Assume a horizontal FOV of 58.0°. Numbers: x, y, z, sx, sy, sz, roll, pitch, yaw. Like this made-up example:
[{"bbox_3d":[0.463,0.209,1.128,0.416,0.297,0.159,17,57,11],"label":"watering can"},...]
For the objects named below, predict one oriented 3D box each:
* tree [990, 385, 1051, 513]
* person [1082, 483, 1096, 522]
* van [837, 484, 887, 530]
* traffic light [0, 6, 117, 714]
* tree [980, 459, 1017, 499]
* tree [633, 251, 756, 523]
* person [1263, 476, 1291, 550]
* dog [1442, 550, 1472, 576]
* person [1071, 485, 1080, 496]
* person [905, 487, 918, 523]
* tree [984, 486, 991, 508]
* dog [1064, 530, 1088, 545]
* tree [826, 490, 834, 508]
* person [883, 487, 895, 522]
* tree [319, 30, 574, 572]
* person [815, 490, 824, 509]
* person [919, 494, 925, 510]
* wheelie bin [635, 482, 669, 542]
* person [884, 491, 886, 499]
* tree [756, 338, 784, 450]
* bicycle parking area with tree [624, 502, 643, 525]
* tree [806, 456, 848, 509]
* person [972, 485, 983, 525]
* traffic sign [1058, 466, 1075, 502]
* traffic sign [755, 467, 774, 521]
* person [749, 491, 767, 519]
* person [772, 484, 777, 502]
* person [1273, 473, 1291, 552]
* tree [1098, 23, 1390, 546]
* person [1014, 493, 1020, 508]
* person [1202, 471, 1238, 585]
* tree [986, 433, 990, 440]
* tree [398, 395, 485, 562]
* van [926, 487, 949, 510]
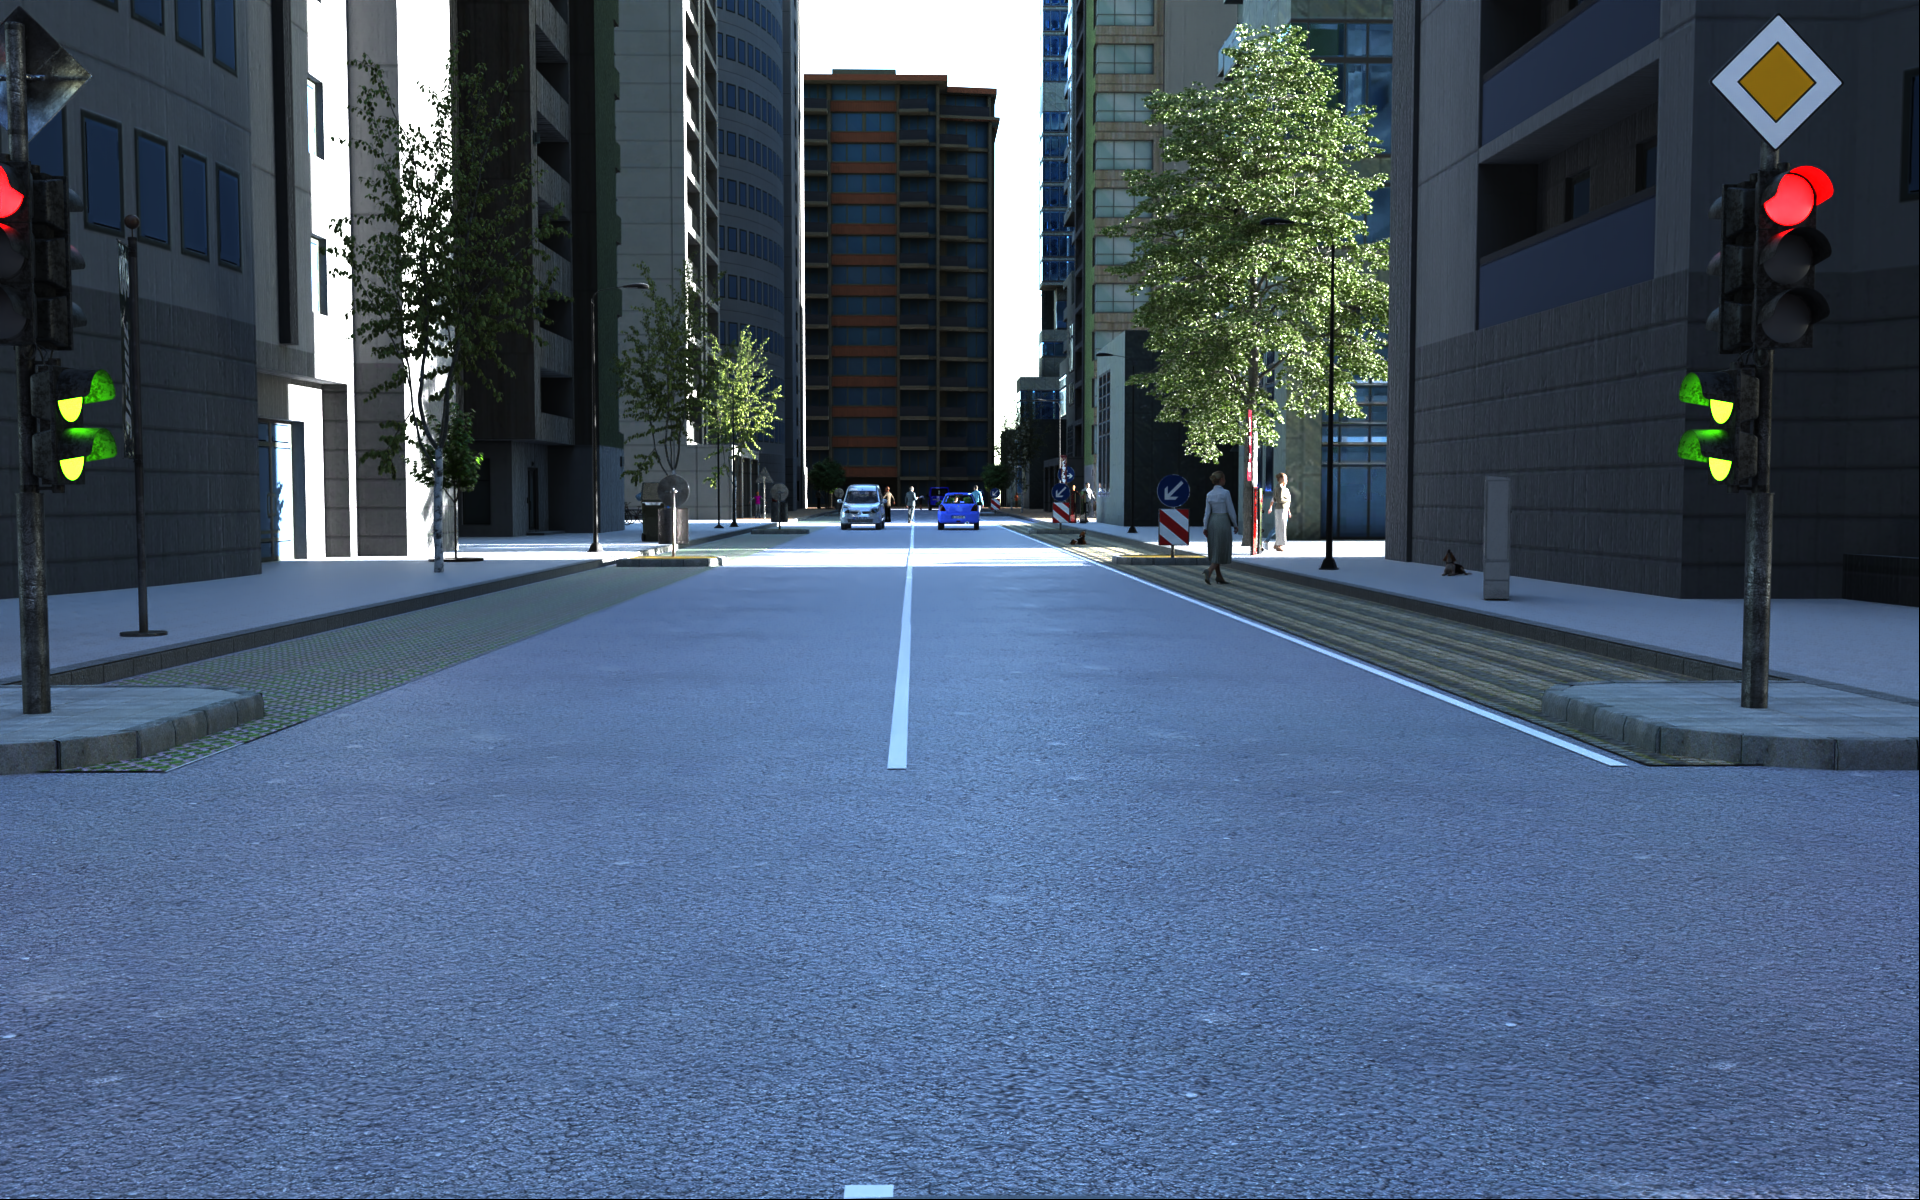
[{"bbox_3d":[4.210,-10.240,117.790,4.360,8.622,3.978,0,3,0],"label":"tree"},{"bbox_3d":[5.911,-4.524,80.135,0.709,1.813,0.853,-2,4,-31],"label":"person"},{"bbox_3d":[-3.972,-3.910,70.947,2.013,2.044,4.112,0,3,0],"label":"van"},{"bbox_3d":[-5.395,-1.291,10.034,0.839,4.253,0.868,0,4,-1],"label":"traffic light"},{"bbox_3d":[3.443,-10.511,155.563,4.285,4.588,4.351,0,3,0],"label":"tree"},{"bbox_3d":[-8.841,-6.282,53.071,4.737,8.622,4.395,0,3,0],"label":"tree"},{"bbox_3d":[7.254,-2.029,39.887,0.598,1.740,0.731,2,4,31],"label":"person"},{"bbox_3d":[7.880,-0.590,27.377,0.748,0.427,0.550,-1,4,-12],"label":"dog"},{"bbox_3d":[5.961,-5.182,91.295,1.217,1.766,0.721,1,4,13],"label":"person"},{"bbox_3d":[-2.363,-4.695,85.431,0.661,1.801,0.590,2,4,35],"label":"person"},{"bbox_3d":[3.216,-10.054,158.990,1.663,3.219,1.824,0,3,0],"label":"tree"},{"bbox_3d":[3.285,-1.749,48.790,0.748,0.427,0.550,0,4,4],"label":"dog"},{"bbox_3d":[-12.002,-10.106,159.831,1.663,3.219,1.824,0,3,0],"label":"tree"},{"bbox_3d":[-3.716,-4.865,88.179,0.705,1.807,1.348,3,4,37],"label":"person"},{"bbox_3d":[-8.516,-4.772,28.391,4.737,8.622,4.395,0,3,0],"label":"tree"},{"bbox_3d":[-12.364,-8.933,152.112,0.705,1.823,1.348,-3,4,-37],"label":"person"},{"bbox_3d":[-3.435,-8.838,156.197,0.628,1.438,0.799,0,4,-8],"label":"person"},{"bbox_3d":[-8.259,-2.372,46.691,0.980,1.594,0.693,0,4,-1],"label":"wheelie bin"},{"bbox_3d":[-6.565,-8.694,151.451,0.445,1.727,0.742,-2,4,-34],"label":"person"},{"bbox_3d":[-9.877,-7.697,76.201,4.737,8.622,4.395,0,3,0],"label":"tree"},{"bbox_3d":[-17.010,-5.265,73.086,9.016,4.147,8.231,2,4,24],"label":"bicycle parking area with tree"},{"bbox_3d":[-12.041,-10.483,155.112,4.285,4.588,4.351,0,3,0],"label":"tree"},{"bbox_3d":[0.714,-4.396,80.235,0.638,1.841,0.748,3,4,37],"label":"person"},{"bbox_3d":[4.803,-4.788,78.394,0.768,2.556,0.104,0,4,3],"label":"traffic sign"},{"bbox_3d":[-9.245,-5.006,81.849,0.884,2.594,0.081,0,4,1],"label":"traffic sign"},{"bbox_3d":[-10.600,-4.991,90.862,0.991,1.433,0.599,-1,4,-16],"label":"person"},{"bbox_3d":[-10.271,-5.516,96.166,0.705,1.831,1.348,-1,4,-16],"label":"person"},{"bbox_3d":[7.186,-1.958,38.607,0.362,1.759,0.519,0,4,-1],"label":"person"},{"bbox_3d":[7.241,-7.576,41.987,7.486,12.596,7.792,0,3,0],"label":"tree"},{"bbox_3d":[5.316,-9.363,162.393,0.557,1.426,1.065,2,4,30],"label":"person"},{"bbox_3d":[4.051,-1.136,27.299,0.641,1.798,0.478,-3,4,-36],"label":"person"},{"bbox_3d":[4.053,-11.327,135.555,4.360,8.622,3.978,0,3,0],"label":"tree"},{"bbox_3d":[-9.635,-2.364,33.256,1.663,3.219,1.824,0,3,0],"label":"tree"},{"bbox_3d":[-1.867,-9.168,154.286,2.240,2.365,5.245,0,4,-2],"label":"van"}]
